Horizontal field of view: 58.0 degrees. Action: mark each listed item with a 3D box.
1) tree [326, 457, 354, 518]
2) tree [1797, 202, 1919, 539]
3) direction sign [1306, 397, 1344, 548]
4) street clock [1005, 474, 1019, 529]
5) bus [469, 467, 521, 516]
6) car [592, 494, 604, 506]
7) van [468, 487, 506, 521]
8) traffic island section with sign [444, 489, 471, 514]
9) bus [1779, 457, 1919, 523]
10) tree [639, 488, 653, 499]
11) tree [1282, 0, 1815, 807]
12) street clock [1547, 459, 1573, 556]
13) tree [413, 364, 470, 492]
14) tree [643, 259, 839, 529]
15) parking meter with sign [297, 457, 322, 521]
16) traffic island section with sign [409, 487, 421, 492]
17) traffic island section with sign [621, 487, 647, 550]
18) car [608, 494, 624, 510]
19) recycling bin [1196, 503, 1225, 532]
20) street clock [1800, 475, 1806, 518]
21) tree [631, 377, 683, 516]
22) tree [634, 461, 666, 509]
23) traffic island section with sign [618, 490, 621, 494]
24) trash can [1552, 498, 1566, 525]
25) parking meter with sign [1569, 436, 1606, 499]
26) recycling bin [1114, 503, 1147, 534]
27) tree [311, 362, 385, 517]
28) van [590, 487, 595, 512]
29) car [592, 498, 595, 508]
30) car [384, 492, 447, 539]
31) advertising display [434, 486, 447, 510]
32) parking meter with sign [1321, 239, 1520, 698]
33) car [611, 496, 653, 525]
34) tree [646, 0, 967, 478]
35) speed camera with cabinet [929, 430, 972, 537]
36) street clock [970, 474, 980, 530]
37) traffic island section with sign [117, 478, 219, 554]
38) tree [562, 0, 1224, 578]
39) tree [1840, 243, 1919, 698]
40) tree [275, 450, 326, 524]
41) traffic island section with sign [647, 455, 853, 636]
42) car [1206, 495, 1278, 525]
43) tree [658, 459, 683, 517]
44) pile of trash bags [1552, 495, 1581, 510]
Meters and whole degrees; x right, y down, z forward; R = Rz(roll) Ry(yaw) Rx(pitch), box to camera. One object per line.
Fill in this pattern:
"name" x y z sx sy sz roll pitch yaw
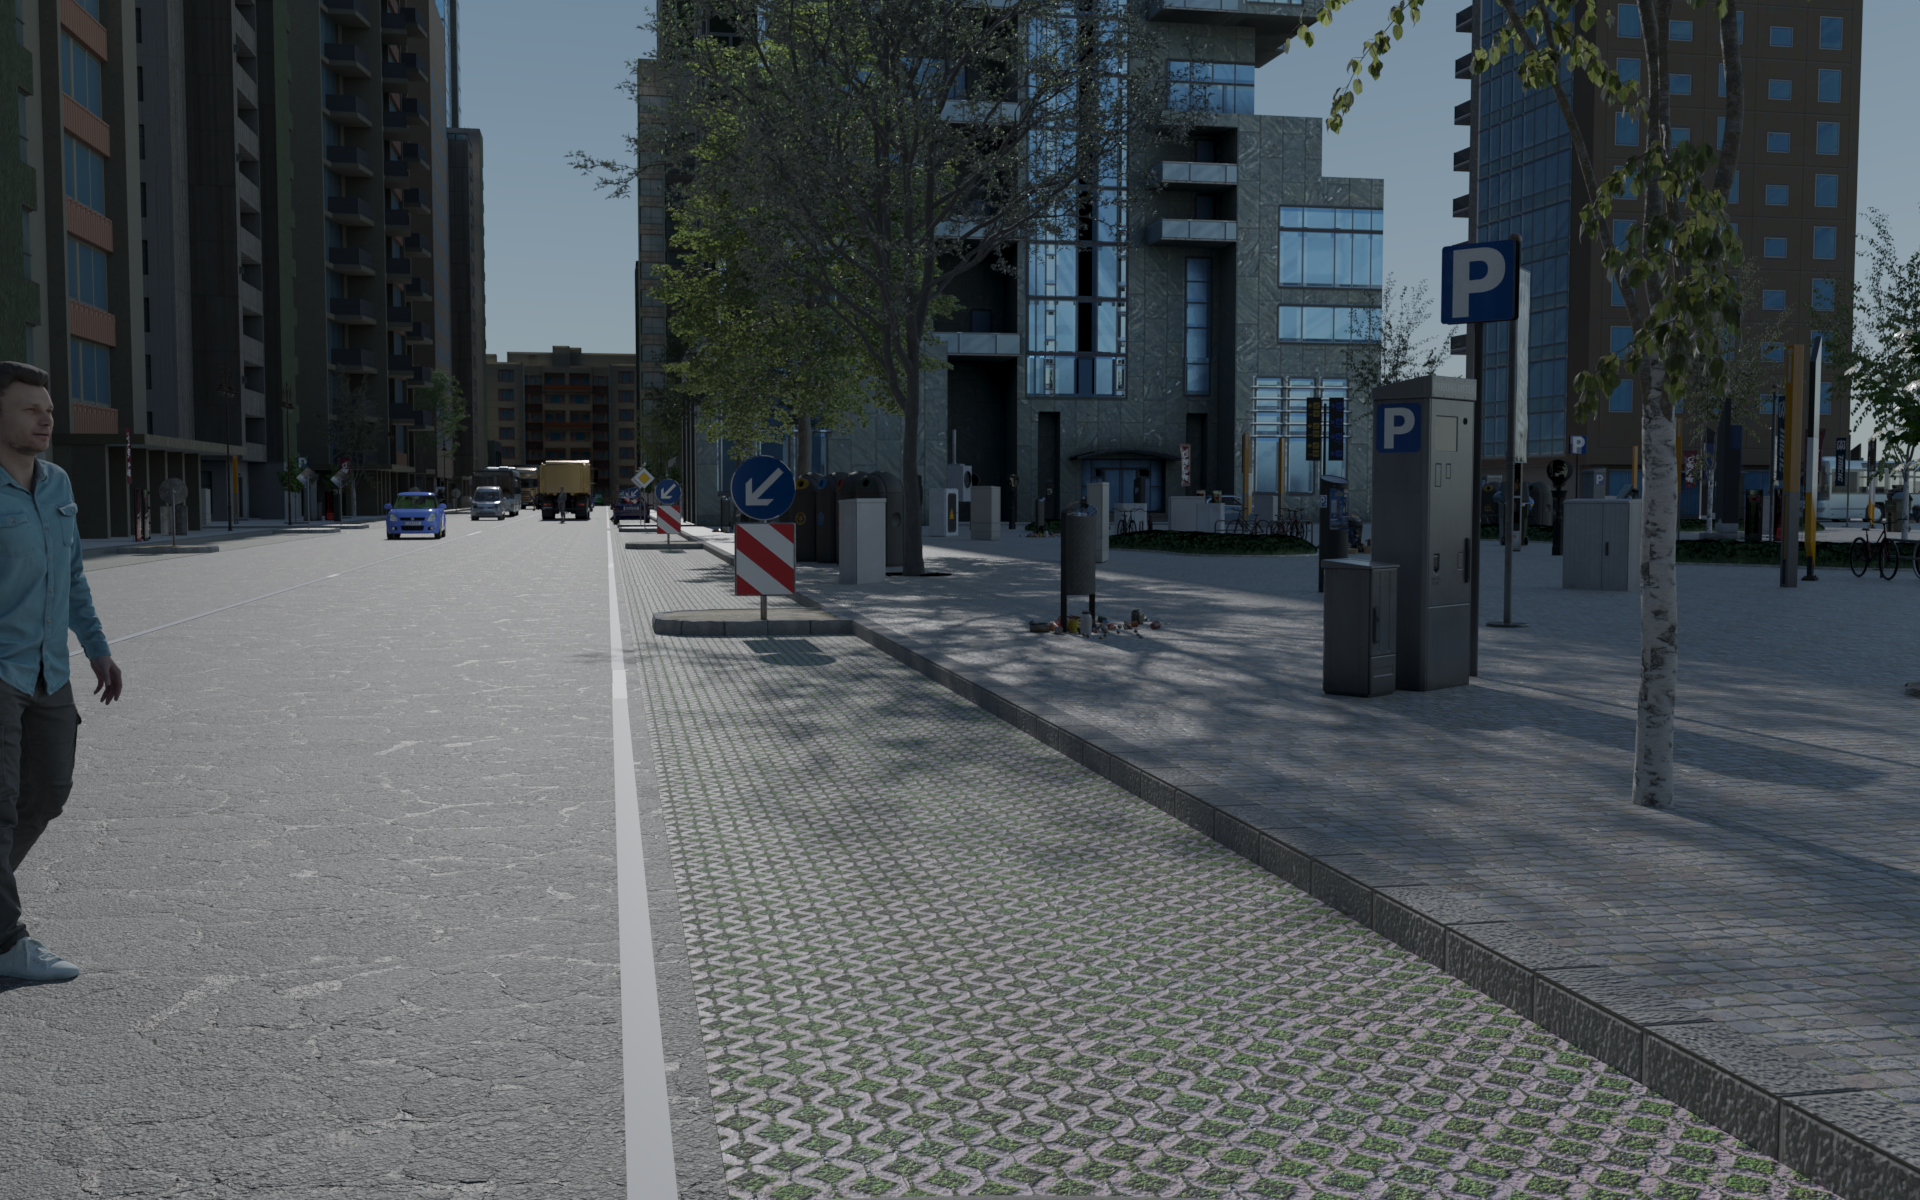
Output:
"tree" -32.908 -5.933 91.609 1.663 3.219 1.824 0 3 0
"tree" 23.181 -5.651 42.756 4.737 8.622 4.395 0 3 0
"direction sign" 8.545 -2.974 40.621 0.876 3.537 0.379 0 4 -1
"street clock" 1.899 -3.571 62.963 0.471 2.002 0.358 -3 4 -38
"bus" -30.634 -7.332 114.740 2.948 3.499 13.247 -1 4 -12
"car" -43.090 -11.997 204.951 1.959 1.807 4.718 -1 4 -13
"van" -25.975 -5.400 95.307 2.013 2.044 4.112 -1 4 -11
"traffic island section with sign" -35.815 -7.011 123.262 1.989 1.847 2.006 -1 4 -12
"bus" 44.704 -5.300 81.516 13.247 3.499 2.948 -1 4 -12
"tree" -28.037 -9.874 156.046 1.663 3.219 1.824 0 3 0
"tree" 2.632 -3.458 6.906 4.360 8.622 3.978 0 3 0
"street clock" 12.506 -1.932 36.165 0.471 2.002 0.358 3 5 44
"tree" -41.297 -12.667 132.865 9.928 11.665 9.643 0 3 0
"tree" -7.540 -7.703 60.361 7.601 10.594 8.767 0 4 -6
"parking meter with sign" -30.850 -5.259 82.251 0.543 3.016 1.738 0 4 1
"traffic island section with sign" -30.326 -5.369 96.412 1.989 1.847 2.006 -1 4 -12
"traffic island section with sign" -7.766 -2.245 45.337 1.989 1.847 2.006 -1 4 -12
"car" -30.791 -8.989 156.753 2.009 1.686 4.222 -1 4 -13
"recycling bin" 6.971 -2.182 48.230 0.722 1.027 0.722 1 4 15
"street clock" 31.429 -3.655 64.334 0.471 2.002 0.358 -2 4 -33
"tree" -16.321 -9.311 102.597 4.737 8.622 4.395 0 3 0
"tree" -27.002 -10.349 152.913 4.285 4.588 4.351 0 3 0
"traffic island section with sign" -24.100 -7.135 125.278 1.989 1.847 2.006 -1 4 -12
"trash can" 22.259 -3.248 64.755 0.748 1.137 0.748 0 3 0
"parking meter with sign" 18.610 -3.345 50.959 0.543 3.016 1.738 -1 4 -12
"recycling bin" 4.662 -2.131 47.400 0.722 1.027 0.722 -1 4 -12
"tree" -33.842 -8.936 96.462 4.360 8.622 3.978 0 3 0
"van" -31.104 -8.413 141.944 2.240 2.365 5.245 -1 4 -10
"car" -38.915 -10.434 180.190 1.945 1.707 3.694 -1 4 -11
"car" -17.720 -2.867 56.463 1.945 1.707 3.694 -1 4 -13
"advertising display" -43.042 -8.457 143.493 0.974 1.923 0.123 0 4 -6
"parking meter with sign" 3.050 -0.933 11.512 0.543 3.016 1.738 3 5 43
"car" -15.615 -4.271 82.403 1.945 1.354 3.894 -1 4 -10
"tree" -3.186 -7.392 38.981 7.486 12.596 7.792 0 3 0
"speed camera with cabinet" -0.278 -3.565 52.616 0.660 3.252 2.038 1 4 23
"street clock" 0.460 -3.472 61.339 0.471 2.002 0.358 1 4 14
"traffic island section with sign" -19.251 -2.057 42.253 1.989 1.847 2.006 -1 4 -12
"tree" -0.860 -7.124 26.846 12.009 13.543 11.850 0 3 0
"tree" 6.424 -0.995 10.869 1.663 3.219 1.824 0 3 0
"tree" -29.009 -4.934 75.267 1.663 3.219 1.824 0 3 0
"traffic island section with sign" -2.246 -0.592 18.313 1.989 1.847 2.006 -1 4 -12
"car" 11.586 -3.796 74.066 4.499 1.417 2.014 -1 4 -10
"tree" -15.603 -6.172 95.513 1.663 3.219 1.824 0 3 0
"pile of trash bags" 24.544 -3.785 71.633 3.447 1.369 1.912 3 4 38
